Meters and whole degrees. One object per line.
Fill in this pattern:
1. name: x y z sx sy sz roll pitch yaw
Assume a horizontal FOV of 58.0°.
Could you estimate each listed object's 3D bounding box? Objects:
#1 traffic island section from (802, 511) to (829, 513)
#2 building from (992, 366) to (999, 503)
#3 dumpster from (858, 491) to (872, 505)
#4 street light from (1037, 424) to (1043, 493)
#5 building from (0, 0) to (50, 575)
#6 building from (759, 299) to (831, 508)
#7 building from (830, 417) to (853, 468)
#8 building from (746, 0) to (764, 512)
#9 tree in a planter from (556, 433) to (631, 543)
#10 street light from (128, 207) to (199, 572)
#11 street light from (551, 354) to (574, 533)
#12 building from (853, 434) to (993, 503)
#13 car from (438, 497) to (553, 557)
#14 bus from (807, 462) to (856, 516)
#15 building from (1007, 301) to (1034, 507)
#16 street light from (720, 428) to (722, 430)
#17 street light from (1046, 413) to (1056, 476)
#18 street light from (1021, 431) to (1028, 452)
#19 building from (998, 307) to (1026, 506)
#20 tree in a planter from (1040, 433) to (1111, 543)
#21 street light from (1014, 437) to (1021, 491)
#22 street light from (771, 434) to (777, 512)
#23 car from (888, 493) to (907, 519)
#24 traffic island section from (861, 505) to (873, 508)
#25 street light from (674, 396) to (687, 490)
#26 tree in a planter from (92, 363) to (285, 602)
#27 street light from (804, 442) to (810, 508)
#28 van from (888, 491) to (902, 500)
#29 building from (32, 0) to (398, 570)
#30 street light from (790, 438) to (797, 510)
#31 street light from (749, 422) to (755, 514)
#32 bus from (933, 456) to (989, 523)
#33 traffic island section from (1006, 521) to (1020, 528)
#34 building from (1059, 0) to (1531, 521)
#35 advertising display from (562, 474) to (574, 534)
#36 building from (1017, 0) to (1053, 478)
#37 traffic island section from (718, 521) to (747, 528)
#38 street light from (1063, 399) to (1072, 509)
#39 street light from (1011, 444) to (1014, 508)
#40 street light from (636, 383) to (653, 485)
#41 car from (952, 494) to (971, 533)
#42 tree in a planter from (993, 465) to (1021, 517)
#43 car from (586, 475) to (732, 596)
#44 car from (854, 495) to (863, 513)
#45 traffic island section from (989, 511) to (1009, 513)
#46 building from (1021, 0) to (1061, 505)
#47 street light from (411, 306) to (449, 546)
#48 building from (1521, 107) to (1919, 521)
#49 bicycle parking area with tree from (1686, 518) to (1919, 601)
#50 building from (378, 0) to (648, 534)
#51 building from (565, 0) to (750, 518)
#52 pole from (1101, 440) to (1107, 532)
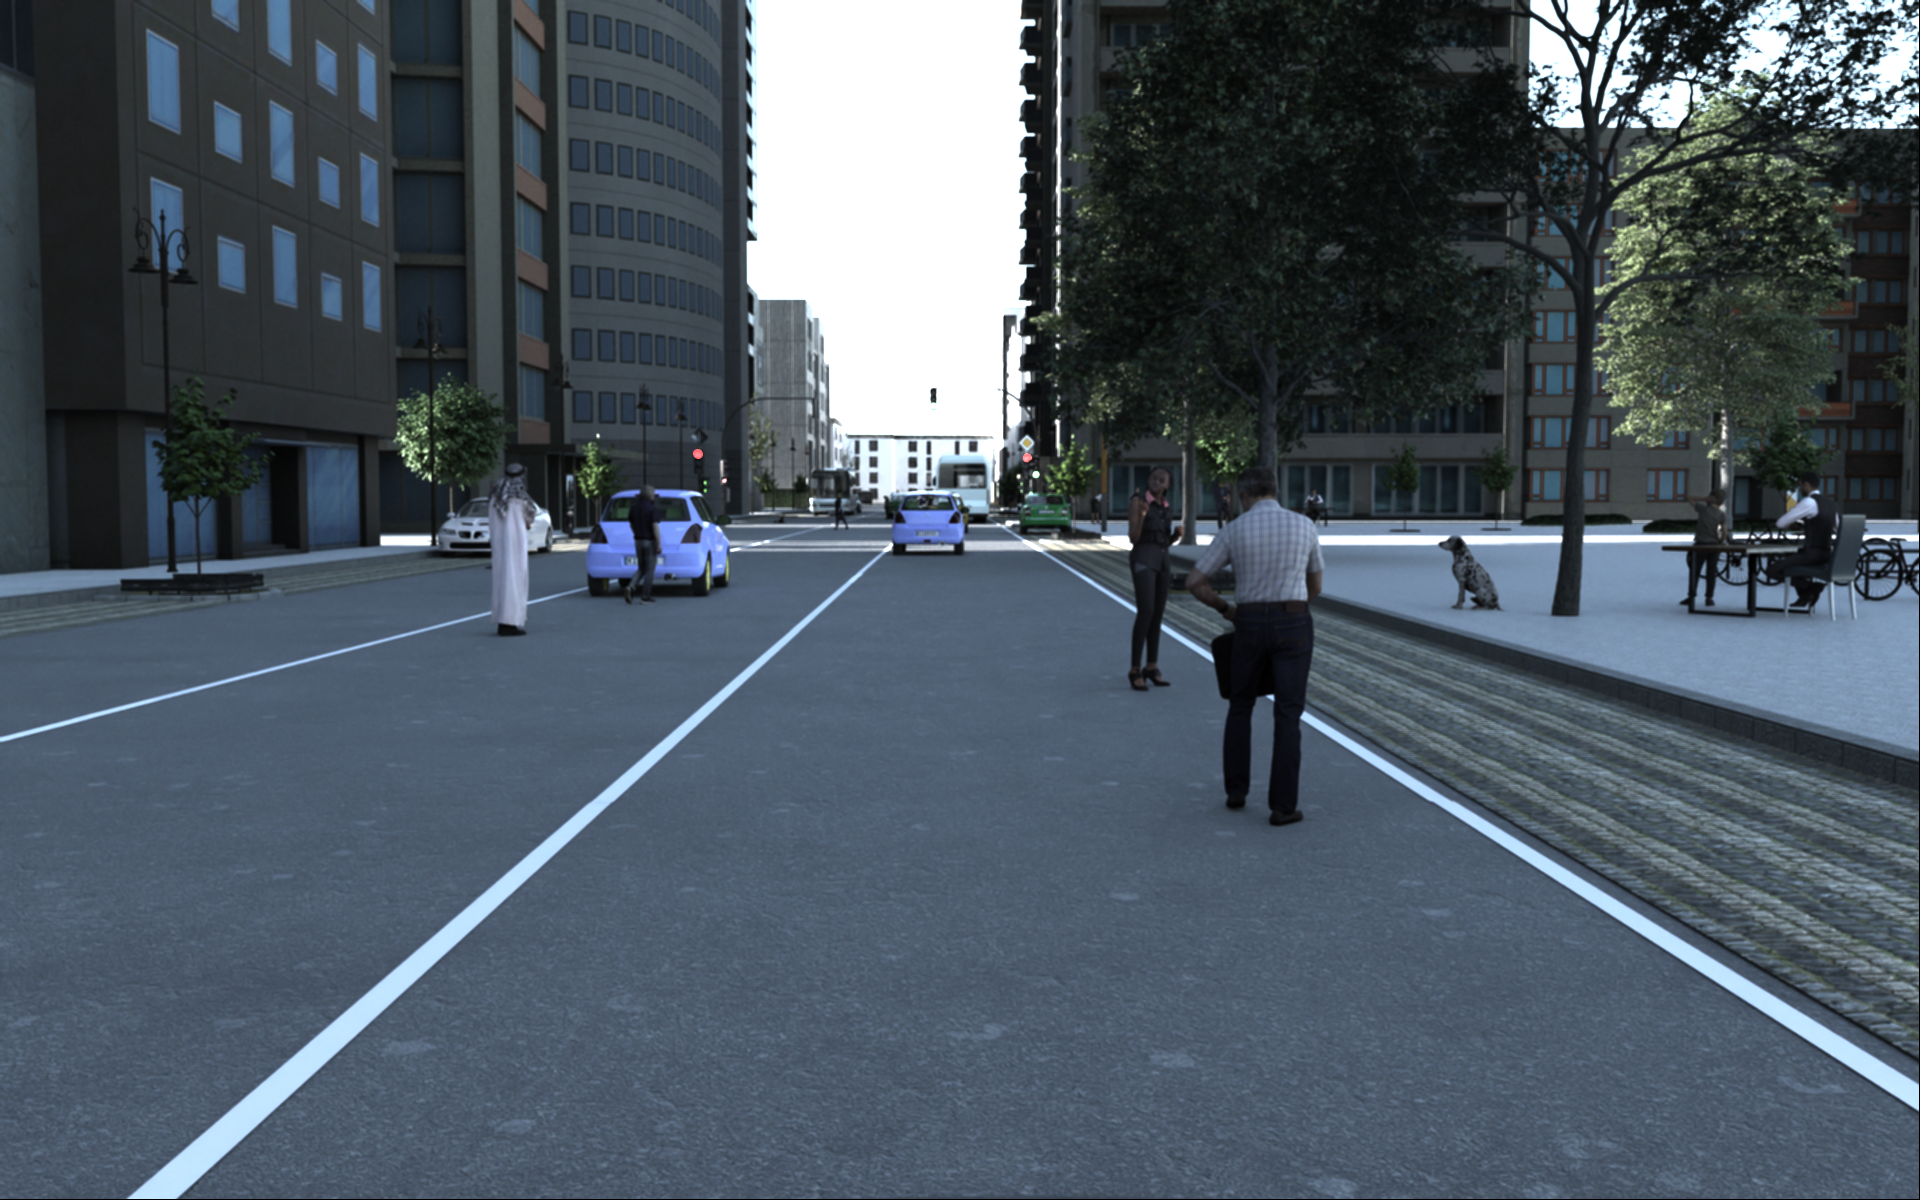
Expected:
1. traffic island section: -11.136 -6.759 133.378 1.991 0.108 1.994 0 4 0
2. building: 12.722 -22.699 227.540 16.016 20.091 11.380 0 4 0
3. dumpster: -11.919 -12.821 217.844 1.865 1.857 1.264 0 4 -1
4. street light: 5.101 -8.499 111.753 0.468 5.910 1.993 0 4 0
5. building: -24.324 -42.704 10.879 22.319 86.520 31.000 0 4 0
6. building: -22.385 -18.731 172.716 16.747 18.905 31.486 0 4 0
7. building: -18.245 -15.968 203.226 9.099 9.664 28.070 0 4 0
8. building: -26.063 -50.116 132.062 22.319 86.520 31.000 0 4 0
9. tree in a planter: -10.651 -3.276 50.783 1.991 3.239 1.994 0 4 0
10. street light: -12.946 -3.394 28.285 0.468 5.910 1.993 0 4 0
11. street light: -13.084 -5.156 57.089 0.468 5.910 1.993 0 4 0
12. building: -9.370 -18.570 245.764 28.070 9.664 9.099 0 4 0
13. car: -10.811 -1.723 40.537 2.083 1.381 4.827 0 4 -1
14. bus: -8.482 -7.444 116.561 2.948 3.499 13.247 0 4 -2
15. building: 13.025 -19.270 171.481 16.016 20.091 11.380 0 4 0
16. street light: -13.334 -7.568 96.523 0.468 5.910 1.993 0 4 0
17. street light: 5.126 -7.619 97.351 0.468 5.910 1.993 0 4 0
18. street light: 4.897 -9.380 126.154 0.468 5.910 1.993 0 4 0
19. building: 18.454 -22.115 205.554 27.936 21.610 32.646 0 4 0
20. tree in a planter: 3.364 -3.279 50.829 1.991 3.239 1.994 0 4 0
21. street light: 4.888 -10.261 140.557 0.468 5.910 1.993 0 4 0
22. street light: -13.543 -9.344 125.567 0.468 5.910 1.993 0 4 0
23. car: -3.329 -5.690 101.820 1.959 1.807 4.718 0 4 0
24. traffic island section: -11.587 -11.487 210.680 1.991 0.108 1.994 0 4 0
25. street light: -13.209 -6.685 82.085 0.468 5.910 1.993 0 4 0
26. tree in a planter: -10.495 -1.625 23.795 1.991 3.239 1.994 0 4 0
27. street light: -13.685 -11.118 154.562 0.468 5.910 1.993 0 4 0
28. van: -8.377 -13.475 227.334 2.013 2.044 4.112 0 4 0
29. building: -20.840 -23.523 34.716 14.600 45.320 14.200 0 4 0
30. street light: -13.485 -10.225 139.970 0.468 5.910 1.993 0 4 0
31. street light: -13.318 -8.449 110.926 0.468 5.910 1.993 0 4 0
32. bus: 0.045 -5.769 89.189 2.948 3.499 13.247 0 4 -1
33. traffic island section: 3.182 -3.644 81.861 2.009 0.180 2.903 0 4 0
34. building: 16.097 -28.606 91.408 21.600 48.544 21.300 0 4 0
35. advertising display: -12.534 -3.073 55.460 0.123 1.923 0.974 0 4 1
36. building: 15.995 -29.791 141.704 22.147 44.769 28.867 0 4 0
37. traffic island section: -11.159 -3.639 81.783 2.009 0.180 2.903 0 4 0
38. street light: 5.209 -6.738 82.949 0.468 5.910 1.993 0 4 0
39. street light: 4.773 -11.204 155.969 0.468 5.910 1.993 0 4 0
40. street light: -13.073 -6.056 71.810 0.468 5.910 1.993 0 4 0
41. car: -0.569 -3.328 64.630 2.015 1.641 3.980 0 4 -1
42. tree in a planter: 3.034 -6.679 106.430 1.991 3.239 1.994 0 4 0
43. car: -4.386 -0.978 25.578 1.945 1.707 3.694 0 4 -1
44. car: -8.416 -7.297 131.110 2.131 1.459 4.920 0 4 -2
45. traffic island section: 2.887 -6.768 133.527 1.991 0.108 1.994 0 4 0
46. building: 14.834 -41.461 116.136 20.563 71.187 20.611 0 4 0
47. street light: -13.019 -4.275 42.687 0.468 5.910 1.993 0 4 0
48. building: 41.327 -15.332 95.722 28.899 21.520 27.650 0 4 0
49. bicycle parking area with tree: 14.374 -2.153 22.202 9.016 4.147 8.231 1 4 20
50. building: -27.665 -24.908 61.875 28.867 44.769 22.147 0 4 0
51. building: -23.713 -33.743 93.698 21.231 58.520 28.212 0 4 0
52. pole: 4.868 -3.952 58.452 0.158 3.312 0.155 0 3 0
